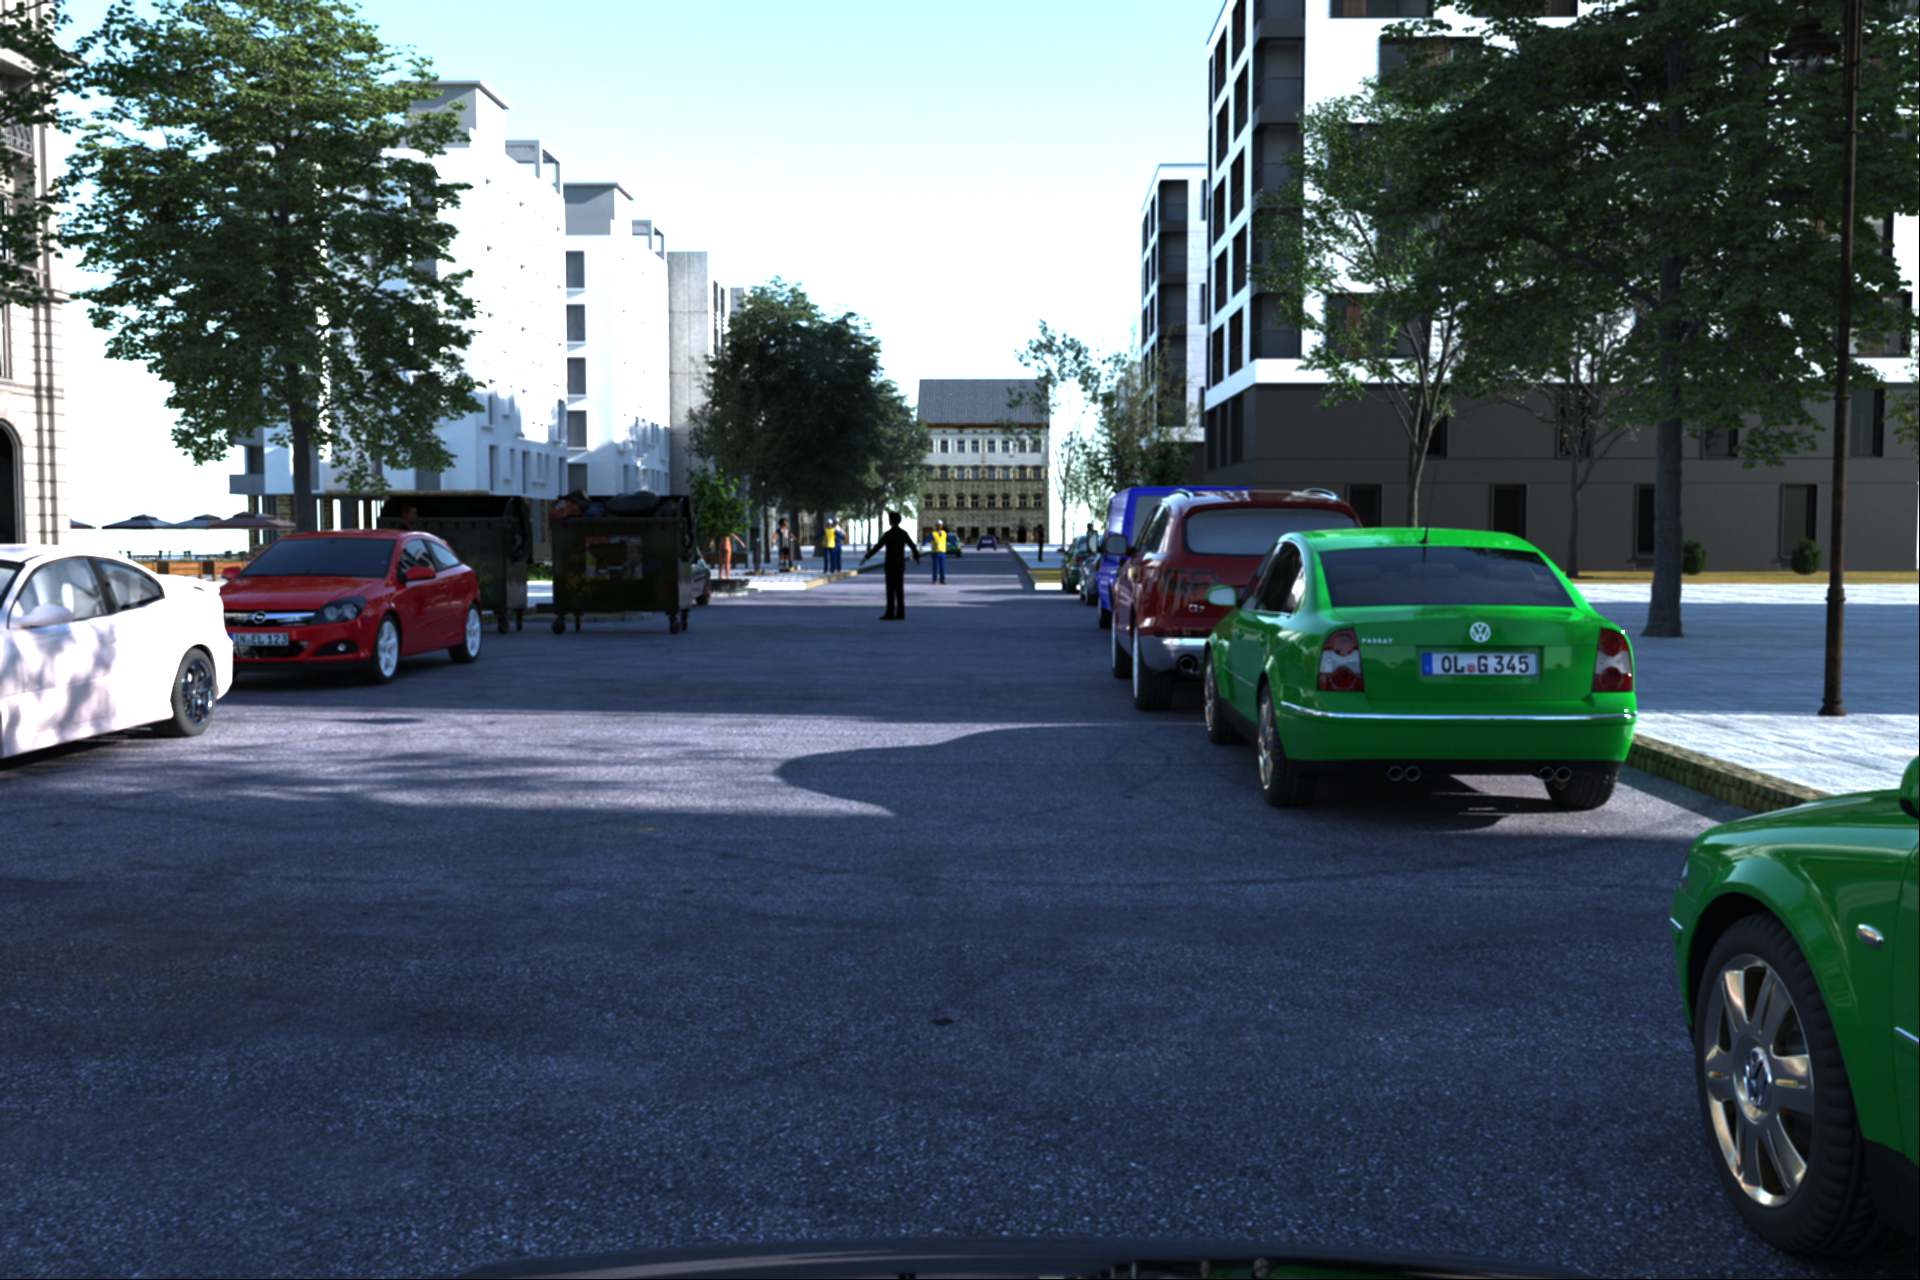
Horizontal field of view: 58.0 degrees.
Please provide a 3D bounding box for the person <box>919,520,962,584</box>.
[{"bbox_3d":[-0.595,-2.515,49.546,1.349,1.833,0.705,-2,4,-25],"label":"person"}]

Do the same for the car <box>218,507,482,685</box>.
[{"bbox_3d":[-6.314,-0.537,17.825,2.155,1.783,4.494,0,4,1],"label":"car"}]

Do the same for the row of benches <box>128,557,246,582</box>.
[{"bbox_3d":[-20.784,-1.859,45.853,1.422,0.672,4.104,2,4,26],"label":"row of benches"}]

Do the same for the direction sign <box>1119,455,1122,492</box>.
[{"bbox_3d":[4.612,-3.538,49.842,0.379,3.537,0.876,0,4,1],"label":"direction sign"}]

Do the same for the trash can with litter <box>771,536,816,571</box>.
[{"bbox_3d":[-5.882,-3.092,61.610,1.678,1.210,2.233,0,4,1],"label":"trash can with litter"}]

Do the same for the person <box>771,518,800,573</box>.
[{"bbox_3d":[-5.875,-3.166,57.906,0.704,1.843,1.345,3,4,38],"label":"person"}]

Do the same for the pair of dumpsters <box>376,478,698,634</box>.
[{"bbox_3d":[-6.113,-1.236,25.154,4.436,2.255,1.574,0,4,1],"label":"pair of dumpsters"}]

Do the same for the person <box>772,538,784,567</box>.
[{"bbox_3d":[-7.103,-3.614,68.350,0.599,1.433,0.991,2,4,30],"label":"person"}]

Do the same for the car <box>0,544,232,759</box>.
[{"bbox_3d":[-6.342,0.086,10.950,2.083,1.381,4.827,0,4,1],"label":"car"}]

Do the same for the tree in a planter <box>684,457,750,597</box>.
[{"bbox_3d":[-5.965,-2.631,40.246,1.991,3.239,1.994,0,4,2],"label":"tree in a planter"}]

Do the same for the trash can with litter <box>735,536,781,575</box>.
[{"bbox_3d":[-6.250,-2.670,54.706,1.678,1.210,2.233,0,4,3],"label":"trash can with litter"}]

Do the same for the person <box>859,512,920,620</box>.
[{"bbox_3d":[-1.115,-1.242,28.950,0.705,1.806,1.347,3,5,44],"label":"person"}]

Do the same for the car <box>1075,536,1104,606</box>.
[{"bbox_3d":[3.424,-1.467,35.984,2.014,1.417,4.499,0,4,2],"label":"car"}]

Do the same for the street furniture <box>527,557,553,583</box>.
[{"bbox_3d":[-12.806,-1.897,46.641,10.072,0.657,5.734,-2,4,-34],"label":"street furniture"}]

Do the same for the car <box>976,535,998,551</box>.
[{"bbox_3d":[2.349,-8.444,150.642,1.945,1.354,3.894,0,4,2],"label":"car"}]

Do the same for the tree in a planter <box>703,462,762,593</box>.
[{"bbox_3d":[-5.958,-2.789,42.829,1.991,3.239,1.994,0,4,2],"label":"tree in a planter"}]

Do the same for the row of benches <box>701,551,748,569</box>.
[{"bbox_3d":[-9.107,-2.930,63.375,1.422,0.672,4.104,2,4,25],"label":"row of benches"}]

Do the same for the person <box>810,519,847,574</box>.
[{"bbox_3d":[-4.275,-3.050,56.335,1.216,1.772,0.721,-1,4,-16],"label":"person"}]

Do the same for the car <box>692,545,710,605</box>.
[{"bbox_3d":[-5.977,-1.469,33.804,2.009,1.686,4.222,0,4,1],"label":"car"}]

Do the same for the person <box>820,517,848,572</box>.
[{"bbox_3d":[-4.215,-3.232,58.704,0.705,1.847,1.347,3,4,37],"label":"person"}]

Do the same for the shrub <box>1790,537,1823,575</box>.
[{"bbox_3d":[26.529,-2.642,54.306,1.383,1.207,1.383,0,3,0],"label":"shrub"}]

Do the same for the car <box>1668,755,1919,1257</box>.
[{"bbox_3d":[2.451,0.411,2.079,1.959,1.807,4.718,0,4,1],"label":"car"}]

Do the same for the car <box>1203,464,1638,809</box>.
[{"bbox_3d":[2.530,-0.100,10.434,1.959,1.807,4.718,0,4,2],"label":"car"}]

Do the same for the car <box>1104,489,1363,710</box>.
[{"bbox_3d":[2.474,-0.422,15.581,2.281,1.827,5.304,0,4,2],"label":"car"}]

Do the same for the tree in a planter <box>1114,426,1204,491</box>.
[{"bbox_3d":[3.383,-1.931,28.802,1.991,3.239,1.994,0,4,2],"label":"tree in a planter"}]

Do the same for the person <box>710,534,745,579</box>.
[{"bbox_3d":[-6.276,-2.432,46.564,1.217,1.733,0.721,2,4,33],"label":"person"}]

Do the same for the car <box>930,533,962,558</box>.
[{"bbox_3d":[-0.825,-5.934,105.821,1.959,1.807,4.718,0,4,1],"label":"car"}]

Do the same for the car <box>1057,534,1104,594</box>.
[{"bbox_3d":[3.494,-1.915,43.106,2.131,1.459,4.920,0,4,1],"label":"car"}]

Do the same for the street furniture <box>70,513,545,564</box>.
[{"bbox_3d":[-28.018,-3.455,61.520,27.439,1.986,14.083,-1,4,-8],"label":"street furniture"}]

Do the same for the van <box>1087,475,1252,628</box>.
[{"bbox_3d":[3.002,-1.235,24.581,2.240,2.365,5.245,0,4,1],"label":"van"}]

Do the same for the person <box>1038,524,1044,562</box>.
[{"bbox_3d":[3.809,-4.489,80.115,0.721,1.740,1.216,0,4,1],"label":"person"}]

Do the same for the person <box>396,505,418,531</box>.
[{"bbox_3d":[-7.009,-0.821,22.106,0.704,1.802,1.346,0,4,-3],"label":"person"}]

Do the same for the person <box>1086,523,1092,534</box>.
[{"bbox_3d":[5.961,-4.539,80.334,0.705,1.813,1.348,2,4,23],"label":"person"}]
